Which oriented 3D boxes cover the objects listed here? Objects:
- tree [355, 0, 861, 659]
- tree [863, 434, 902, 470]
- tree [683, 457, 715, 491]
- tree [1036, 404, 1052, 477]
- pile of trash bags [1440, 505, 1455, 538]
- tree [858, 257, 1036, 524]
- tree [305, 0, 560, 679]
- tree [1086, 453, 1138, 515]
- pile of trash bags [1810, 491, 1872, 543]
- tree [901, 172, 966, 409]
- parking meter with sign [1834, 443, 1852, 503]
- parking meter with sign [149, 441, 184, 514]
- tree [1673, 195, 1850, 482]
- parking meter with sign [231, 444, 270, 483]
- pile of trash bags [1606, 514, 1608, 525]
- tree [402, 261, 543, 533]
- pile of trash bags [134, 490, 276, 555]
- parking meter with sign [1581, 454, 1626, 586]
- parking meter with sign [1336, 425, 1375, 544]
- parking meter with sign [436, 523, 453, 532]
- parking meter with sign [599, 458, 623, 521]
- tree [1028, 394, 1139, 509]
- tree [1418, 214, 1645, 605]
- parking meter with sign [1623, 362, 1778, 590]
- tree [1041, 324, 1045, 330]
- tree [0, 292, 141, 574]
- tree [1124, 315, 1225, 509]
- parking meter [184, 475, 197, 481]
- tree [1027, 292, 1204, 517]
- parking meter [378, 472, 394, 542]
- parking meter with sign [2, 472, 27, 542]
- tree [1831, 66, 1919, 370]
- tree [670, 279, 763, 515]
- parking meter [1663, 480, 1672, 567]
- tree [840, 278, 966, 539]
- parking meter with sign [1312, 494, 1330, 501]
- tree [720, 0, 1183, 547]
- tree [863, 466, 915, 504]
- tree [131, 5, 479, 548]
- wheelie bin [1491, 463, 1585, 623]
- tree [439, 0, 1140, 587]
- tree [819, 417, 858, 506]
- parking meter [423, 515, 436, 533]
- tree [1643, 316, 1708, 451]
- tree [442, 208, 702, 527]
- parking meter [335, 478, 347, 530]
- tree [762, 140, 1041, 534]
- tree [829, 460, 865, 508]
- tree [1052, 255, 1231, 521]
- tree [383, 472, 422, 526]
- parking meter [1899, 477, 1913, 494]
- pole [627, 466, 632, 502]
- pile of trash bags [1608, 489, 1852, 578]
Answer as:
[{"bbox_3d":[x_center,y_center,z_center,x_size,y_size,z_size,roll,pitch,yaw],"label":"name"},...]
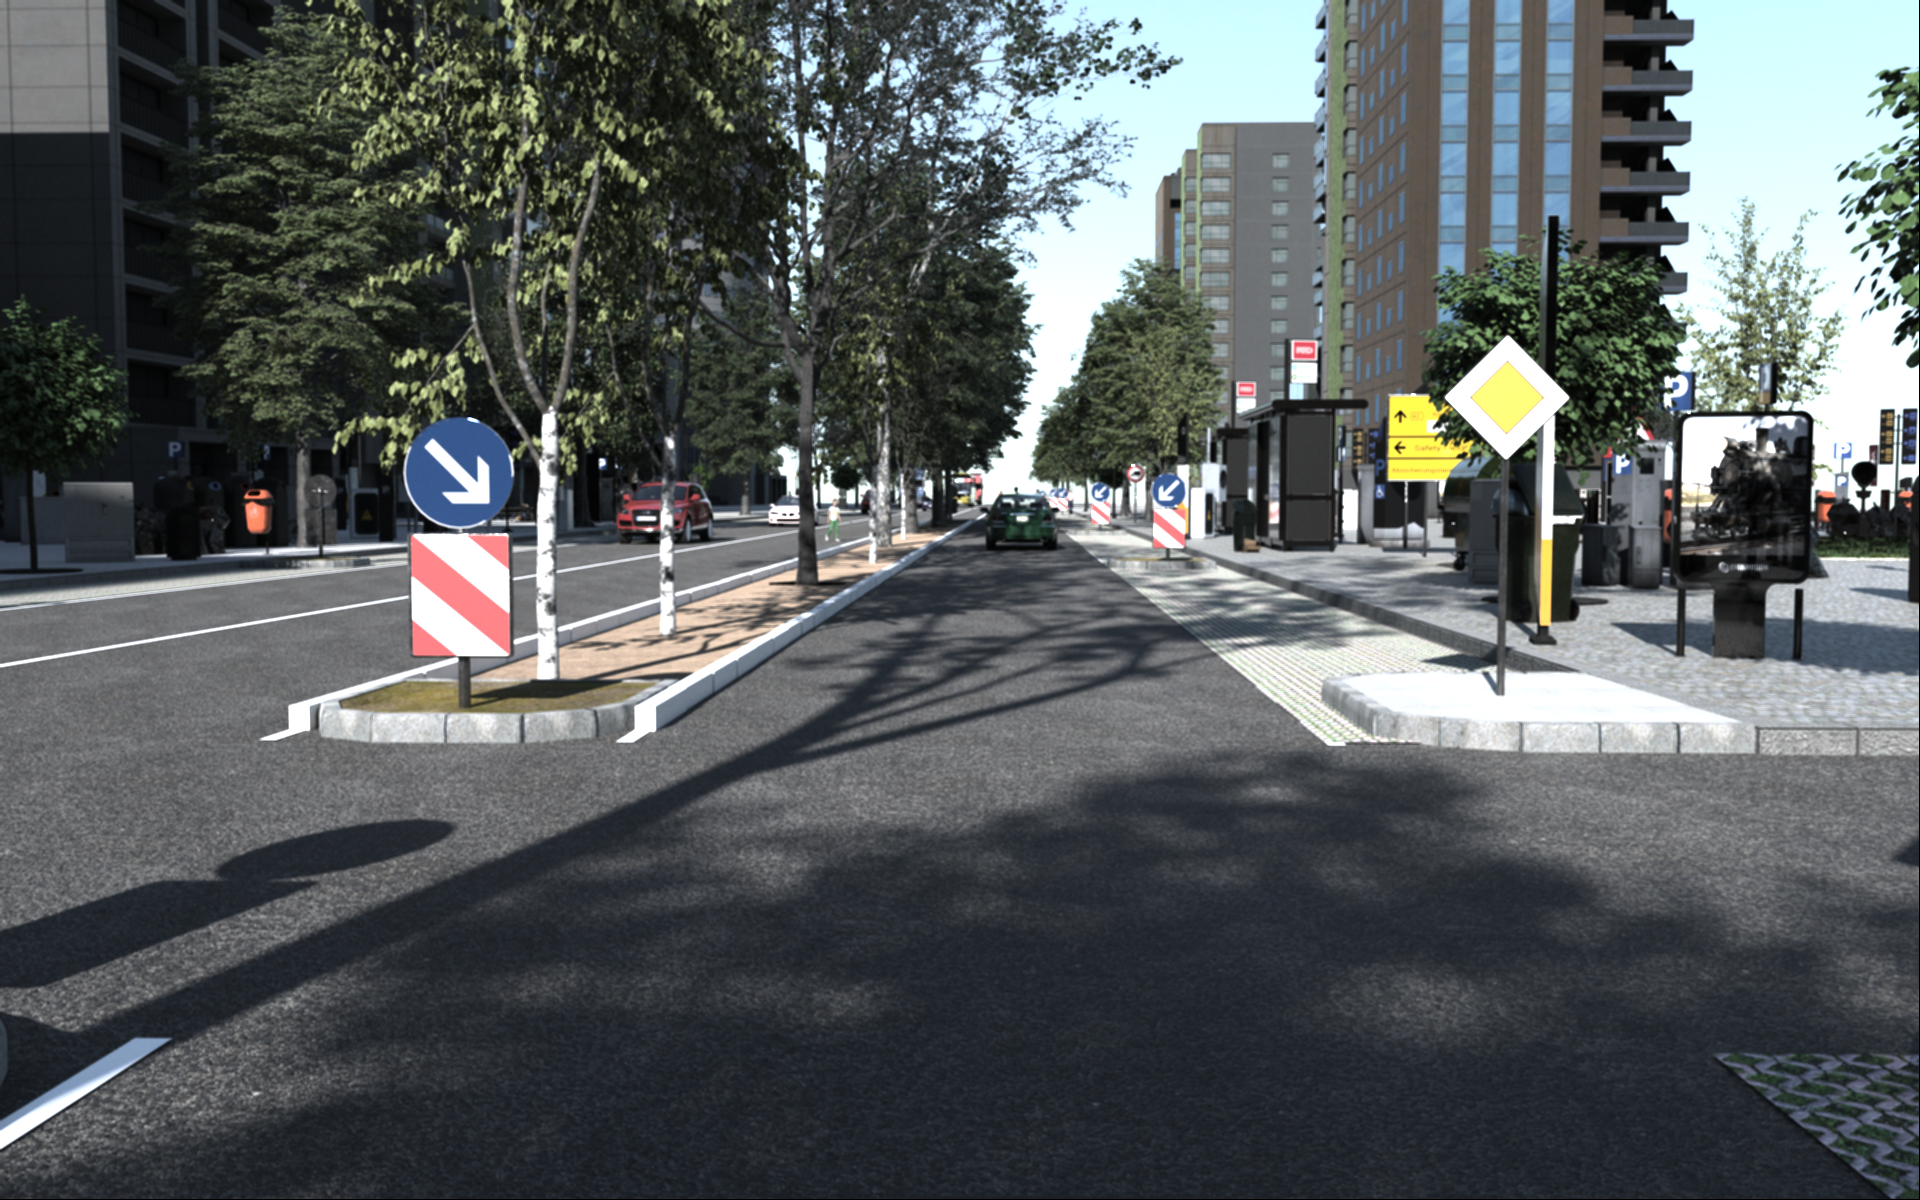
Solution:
[{"bbox_3d":[-2.984,-3.955,17.491,4.737,8.622,4.395,0,3,0],"label":"tree"},{"bbox_3d":[-9.227,-16.346,201.675,8.767,10.594,7.601,2,4,29],"label":"tree"},{"bbox_3d":[-13.818,-5.923,91.445,1.663,3.219,1.824,0,3,0],"label":"tree"},{"bbox_3d":[11.215,-16.068,180.841,7.486,12.596,7.792,0,3,0],"label":"tree"},{"bbox_3d":[15.113,-2.532,51.149,1.912,1.369,3.447,0,4,-5],"label":"pile of trash bags"},{"bbox_3d":[-0.468,-9.858,81.758,7.486,12.596,7.792,0,3,0],"label":"tree"},{"bbox_3d":[-3.045,-3.660,12.663,4.737,8.622,4.395,0,3,0],"label":"tree"},{"bbox_3d":[9.684,-7.632,108.502,4.285,4.588,4.351,0,3,0],"label":"tree"},{"bbox_3d":[25.417,-2.404,49.051,1.912,1.369,3.447,-1,4,-10],"label":"pile of trash bags"},{"bbox_3d":[-1.826,-5.071,35.724,4.737,8.622,4.395,0,3,0],"label":"tree"},{"bbox_3d":[29.475,-3.773,57.944,0.543,3.016,1.738,2,4,28],"label":"parking meter with sign"},{"bbox_3d":[-25.793,-3.670,56.260,0.543,3.016,1.738,0,4,-2],"label":"parking meter with sign"},{"bbox_3d":[19.658,-5.622,42.289,4.737,8.622,4.395,0,3,0],"label":"tree"},{"bbox_3d":[-25.250,-3.961,61.016,1.738,3.016,0.543,0,4,2],"label":"parking meter with sign"},{"bbox_3d":[13.680,-1.392,32.510,1.912,1.369,3.447,-2,4,-32],"label":"pile of trash bags"},{"bbox_3d":[-15.059,-6.359,54.340,4.360,8.622,3.978,0,3,0],"label":"tree"},{"bbox_3d":[-16.111,-1.652,36.767,3.447,1.369,1.912,1,4,12],"label":"pile of trash bags"},{"bbox_3d":[9.581,-1.729,24.536,1.738,3.016,0.543,-2,4,-30],"label":"parking meter with sign"},{"bbox_3d":[10.558,-2.935,44.253,1.738,3.016,0.543,0,4,-1],"label":"parking meter with sign"},{"bbox_3d":[-17.769,-3.868,59.507,0.543,3.016,1.738,0,4,-3],"label":"parking meter with sign"},{"bbox_3d":[-16.741,-5.221,81.624,0.543,3.016,1.738,3,5,44],"label":"parking meter with sign"},{"bbox_3d":[10.961,-13.176,149.841,8.767,10.594,7.601,-1,4,-18],"label":"tree"},{"bbox_3d":[6.919,-2.247,20.453,4.285,4.588,4.351,0,3,0],"label":"tree"},{"bbox_3d":[9.967,-1.655,23.318,1.738,3.016,0.543,1,4,9],"label":"parking meter with sign"},{"bbox_3d":[-0.882,-10.022,72.970,9.857,13.997,8.962,0,3,0],"label":"tree"},{"bbox_3d":[-15.293,-2.735,28.438,4.285,4.588,4.351,0,3,0],"label":"tree"},{"bbox_3d":[8.505,-7.386,71.123,4.737,8.622,4.395,0,3,0],"label":"tree"},{"bbox_3d":[-23.729,-2.915,53.365,0.399,1.863,0.255,1,4,22],"label":"parking meter"},{"bbox_3d":[9.569,-11.100,98.485,9.611,12.733,9.660,0,3,0],"label":"tree"},{"bbox_3d":[-15.462,-2.507,46.693,0.399,1.863,0.255,-1,4,-21],"label":"parking meter"},{"bbox_3d":[-25.136,-3.054,46.202,1.738,3.016,0.543,-2,4,-28],"label":"parking meter with sign"},{"bbox_3d":[6.675,-1.584,9.607,4.285,4.588,4.351,0,3,0],"label":"tree"},{"bbox_3d":[-12.969,-12.077,104.109,9.857,13.997,8.962,0,3,0],"label":"tree"},{"bbox_3d":[12.476,-1.362,30.673,0.372,1.533,0.369,0,3,0],"label":"parking meter"},{"bbox_3d":[-1.774,-6.212,54.386,4.360,8.622,3.978,0,3,0],"label":"tree"},{"bbox_3d":[13.402,-4.170,64.438,1.738,3.016,0.543,3,5,40],"label":"parking meter with sign"},{"bbox_3d":[-0.868,-11.437,45.349,12.611,20.169,13.585,0,3,0],"label":"tree"},{"bbox_3d":[-9.061,-19.412,234.397,9.611,12.733,9.660,0,3,0],"label":"tree"},{"bbox_3d":[-15.299,-7.498,40.719,7.486,12.596,7.792,0,3,0],"label":"tree"},{"bbox_3d":[5.796,-0.587,17.500,0.980,1.594,0.693,-1,4,-22],"label":"wheelie bin"},{"bbox_3d":[-2.423,-6.977,26.903,12.009,13.543,11.850,0,3,0],"label":"tree"},{"bbox_3d":[-11.129,-16.042,180.405,7.486,12.596,7.792,0,3,0],"label":"tree"},{"bbox_3d":[-16.527,-2.784,53.923,0.372,1.533,0.369,0,3,0],"label":"parking meter"},{"bbox_3d":[28.788,-7.450,72.169,4.360,8.622,3.978,0,3,0],"label":"tree"},{"bbox_3d":[-14.701,-9.172,66.972,9.611,12.733,9.660,0,3,0],"label":"tree"},{"bbox_3d":[-22.088,-3.433,61.833,0.399,1.863,0.255,-1,4,-17],"label":"parking meter"},{"bbox_3d":[-1.766,-9.332,61.686,9.857,13.997,8.962,0,3,0],"label":"tree"},{"bbox_3d":[-10.758,-11.034,164.125,4.285,4.588,4.351,0,3,0],"label":"tree"},{"bbox_3d":[9.407,-10.073,82.813,7.486,12.596,7.792,0,3,0],"label":"tree"},{"bbox_3d":[-22.519,-4.671,70.979,1.663,3.219,1.824,0,3,0],"label":"tree"},{"bbox_3d":[32.360,-3.278,59.301,0.399,1.863,0.255,-2,4,-27],"label":"parking meter"},{"bbox_3d":[-14.602,-5.059,76.565,0.158,3.312,0.155,0,3,0],"label":"pole"},{"bbox_3d":[12.182,-1.096,27.667,1.912,1.369,3.447,-1,4,-9],"label":"pile of trash bags"}]
